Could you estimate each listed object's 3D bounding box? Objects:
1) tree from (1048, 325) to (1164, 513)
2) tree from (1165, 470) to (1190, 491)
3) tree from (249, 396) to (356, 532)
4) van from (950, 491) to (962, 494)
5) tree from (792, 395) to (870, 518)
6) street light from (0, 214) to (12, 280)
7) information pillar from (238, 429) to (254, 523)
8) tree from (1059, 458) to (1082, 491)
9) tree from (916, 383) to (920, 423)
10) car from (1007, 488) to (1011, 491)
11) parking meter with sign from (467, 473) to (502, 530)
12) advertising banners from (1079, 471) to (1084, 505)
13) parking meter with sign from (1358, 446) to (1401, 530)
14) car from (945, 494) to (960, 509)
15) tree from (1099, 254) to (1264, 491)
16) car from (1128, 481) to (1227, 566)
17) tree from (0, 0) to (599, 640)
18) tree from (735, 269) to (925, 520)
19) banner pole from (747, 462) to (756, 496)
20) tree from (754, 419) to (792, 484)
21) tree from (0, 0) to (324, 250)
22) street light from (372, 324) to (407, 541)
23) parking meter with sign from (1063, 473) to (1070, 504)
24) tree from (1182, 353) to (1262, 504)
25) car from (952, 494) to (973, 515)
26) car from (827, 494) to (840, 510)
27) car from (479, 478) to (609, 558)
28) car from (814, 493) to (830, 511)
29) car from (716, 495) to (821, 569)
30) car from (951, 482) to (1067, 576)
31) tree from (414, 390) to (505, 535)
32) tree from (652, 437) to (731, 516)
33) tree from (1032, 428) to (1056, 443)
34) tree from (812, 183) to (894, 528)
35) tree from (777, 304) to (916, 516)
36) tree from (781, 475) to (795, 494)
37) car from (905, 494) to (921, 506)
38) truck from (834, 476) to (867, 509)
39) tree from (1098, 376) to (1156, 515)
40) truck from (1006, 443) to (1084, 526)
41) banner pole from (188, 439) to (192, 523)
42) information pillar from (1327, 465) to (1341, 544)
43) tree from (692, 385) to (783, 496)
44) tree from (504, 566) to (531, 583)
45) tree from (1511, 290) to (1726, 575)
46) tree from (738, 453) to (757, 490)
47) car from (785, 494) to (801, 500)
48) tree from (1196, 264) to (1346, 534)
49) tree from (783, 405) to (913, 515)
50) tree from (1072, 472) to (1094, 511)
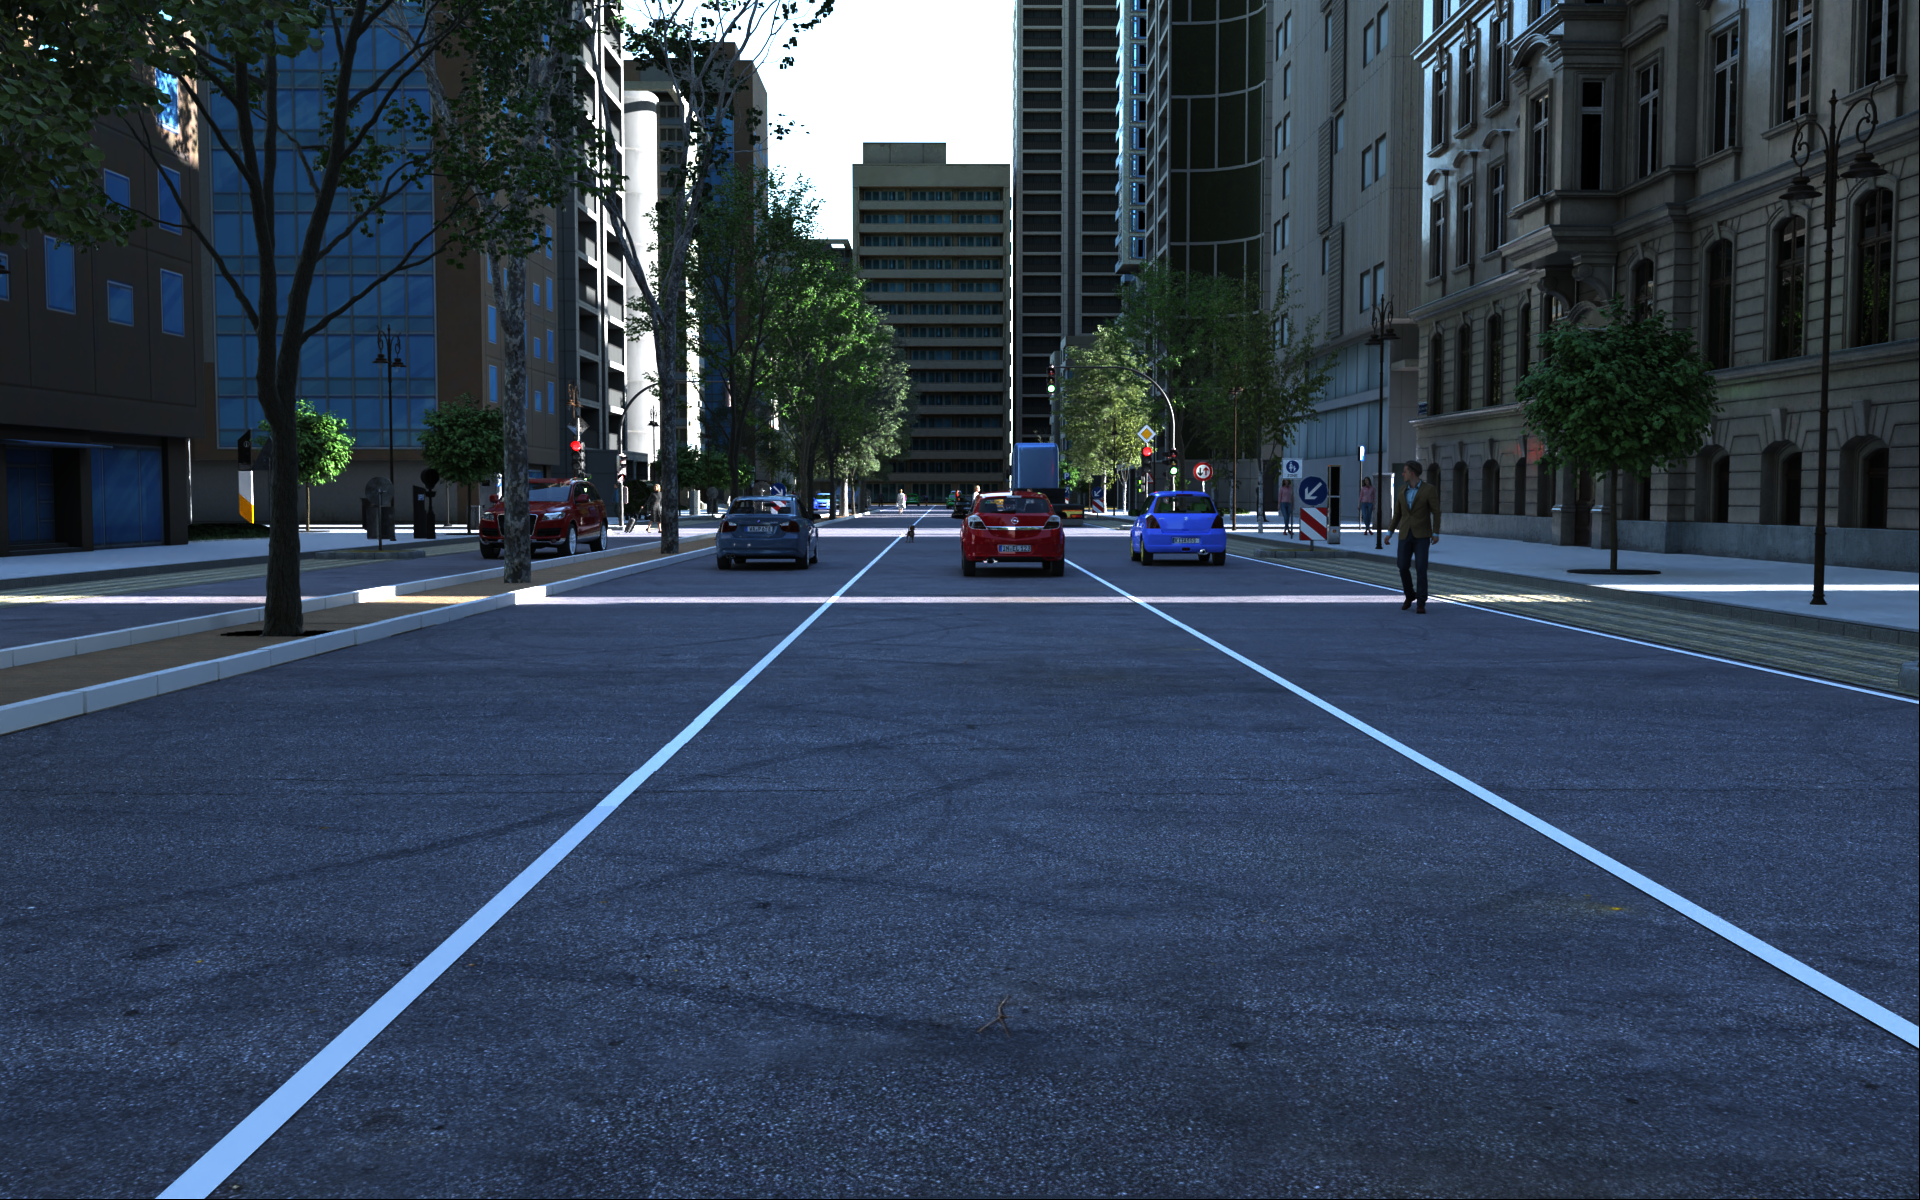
[{"bbox_3d":[9.770,-12.094,115.863,7.486,12.596,7.792,0,3,0],"label":"tree"},{"bbox_3d":[15.303,-7.809,122.280,1.663,3.219,1.824,0,3,0],"label":"tree"},{"bbox_3d":[-22.166,-4.574,58.496,4.285,4.588,4.351,0,3,0],"label":"tree"},{"bbox_3d":[-0.464,-12.462,210.769,2.013,2.044,4.112,0,3,0],"label":"van"},{"bbox_3d":[-7.395,-9.167,102.699,4.737,8.622,4.395,0,3,0],"label":"tree"},{"bbox_3d":[-15.338,-3.312,26.937,0.468,5.910,1.993,0,4,0],"label":"street light"},{"bbox_3d":[-25.607,-4.328,62.113,0.504,3.616,0.183,0,4,3],"label":"information pillar"},{"bbox_3d":[9.303,-10.484,155.126,4.285,4.588,4.351,0,3,0],"label":"tree"},{"bbox_3d":[-7.402,-13.477,129.468,9.857,13.997,8.962,0,3,0],"label":"tree"},{"bbox_3d":[3.696,-6.076,108.014,2.281,1.827,5.304,0,4,1],"label":"car"},{"bbox_3d":[-16.793,-4.017,61.942,1.738,3.016,0.543,1,4,10],"label":"parking meter with sign"},{"bbox_3d":[9.082,-8.158,129.564,0.090,3.025,2.074,1,4,12],"label":"advertising banners"},{"bbox_3d":[15.220,-4.036,62.252,1.738,3.016,0.543,2,4,28],"label":"parking meter with sign"},{"bbox_3d":[-0.417,-9.727,167.833,1.959,1.807,4.718,0,4,-2],"label":"car"},{"bbox_3d":[9.647,-9.174,75.744,9.928,11.665,9.643,0,3,0],"label":"tree"},{"bbox_3d":[4.490,-1.614,35.986,1.945,1.707,3.694,0,4,1],"label":"car"},{"bbox_3d":[-6.724,-5.432,17.019,9.928,11.665,9.643,0,3,0],"label":"tree"},{"bbox_3d":[-6.965,-11.087,94.095,12.009,13.543,11.850,0,3,0],"label":"tree"},{"bbox_3d":[-16.147,-8.791,133.746,0.863,3.779,0.401,1,4,12],"label":"banner pole"},{"bbox_3d":[-17.702,-13.211,166.358,4.737,8.622,4.395,0,3,0],"label":"tree"},{"bbox_3d":[-6.694,-5.359,8.200,7.486,12.596,7.792,0,3,0],"label":"tree"},{"bbox_3d":[-15.544,-4.558,47.315,0.468,5.910,1.993,0,4,0],"label":"street light"},{"bbox_3d":[8.653,-8.779,139.797,0.543,3.016,1.738,0,4,1],"label":"parking meter with sign"},{"bbox_3d":[13.395,-8.566,90.416,4.360,8.622,3.978,0,3,0],"label":"tree"},{"bbox_3d":[0.472,-6.011,108.063,2.009,1.686,4.222,0,3,0],"label":"car"},{"bbox_3d":[-11.209,-9.056,157.846,2.009,1.686,4.222,0,4,-1],"label":"car"},{"bbox_3d":[-9.609,-1.934,40.287,2.281,1.827,5.304,0,4,1],"label":"car"},{"bbox_3d":[-11.765,-8.570,149.705,1.945,1.707,3.694,0,4,-1],"label":"car"},{"bbox_3d":[-3.783,-1.365,34.328,2.014,1.417,4.499,0,4,-1],"label":"car"},{"bbox_3d":[0.920,-1.384,31.673,2.155,1.783,4.494,0,4,0],"label":"car"},{"bbox_3d":[-15.599,-4.343,54.715,4.285,4.588,4.351,0,3,0],"label":"tree"},{"bbox_3d":[-16.244,-7.145,100.535,4.285,4.588,4.351,0,3,0],"label":"tree"},{"bbox_3d":[8.681,-14.651,189.913,4.360,8.622,3.978,0,3,0],"label":"tree"},{"bbox_3d":[-6.930,-7.655,53.377,9.928,11.665,9.643,0,3,0],"label":"tree"},{"bbox_3d":[-7.565,-12.399,111.842,9.857,13.997,8.962,0,3,0],"label":"tree"},{"bbox_3d":[-17.472,-10.839,171.811,1.663,3.219,1.824,0,3,0],"label":"tree"},{"bbox_3d":[-5.707,-12.116,206.887,1.959,1.807,4.718,0,4,0],"label":"car"},{"bbox_3d":[-10.710,-11.232,173.408,2.967,4.110,18.799,0,4,-1],"label":"truck"},{"bbox_3d":[10.387,-9.687,108.746,4.737,8.622,4.395,0,3,0],"label":"tree"},{"bbox_3d":[4.087,-5.838,85.214,2.967,4.110,18.799,0,4,-1],"label":"truck"},{"bbox_3d":[-30.544,-4.811,68.673,0.401,3.779,0.863,-1,4,-23],"label":"banner pole"},{"bbox_3d":[9.565,-2.434,44.294,0.304,2.012,0.304,0,4,4],"label":"information pillar"},{"bbox_3d":[-17.544,-12.520,139.114,7.601,10.594,8.767,1,4,13],"label":"tree"},{"bbox_3d":[-8.337,-10.382,28.095,12.611,20.169,13.585,0,3,0],"label":"tree"},{"bbox_3d":[10.668,-2.718,28.161,4.285,4.588,4.351,0,3,0],"label":"tree"},{"bbox_3d":[-16.032,-7.913,113.099,4.285,4.588,4.351,0,3,0],"label":"tree"},{"bbox_3d":[-10.004,-5.423,100.674,2.014,1.417,4.499,0,4,-1],"label":"car"},{"bbox_3d":[10.003,-6.463,56.040,4.737,8.622,4.395,0,3,0],"label":"tree"},{"bbox_3d":[-7.401,-11.247,120.759,8.767,10.594,7.601,0,4,0],"label":"tree"},{"bbox_3d":[9.569,-8.492,133.439,1.663,3.219,1.824,0,3,0],"label":"tree"}]
